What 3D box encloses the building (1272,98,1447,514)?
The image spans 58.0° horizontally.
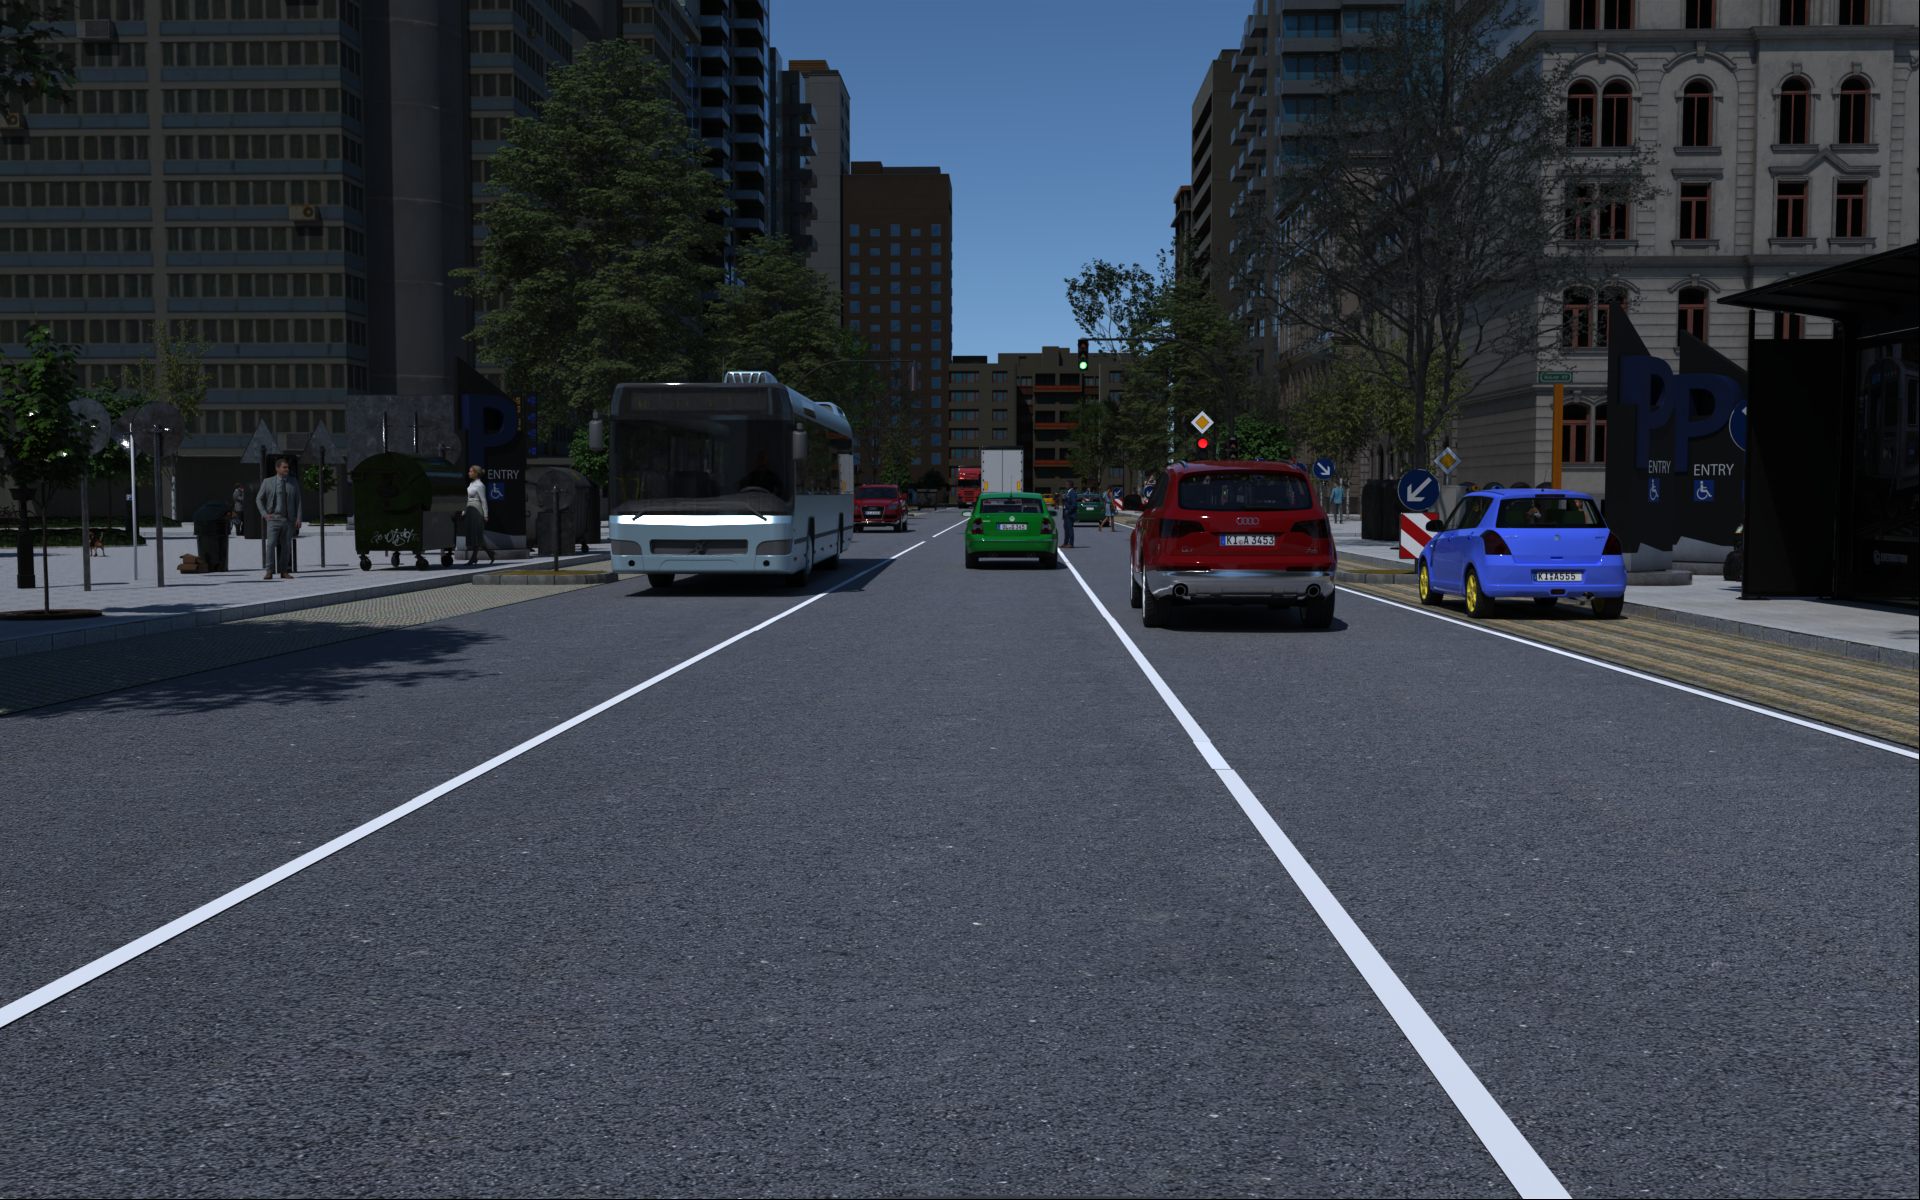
[{"bbox_3d":[29.602,-19.764,120.398,12.463,27.353,25.104,0,4,2],"label":"building"}]

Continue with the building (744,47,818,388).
[{"bbox_3d":[-31.060,-34.694,186.859,30.456,49.044,23.786,0,4,2],"label":"building"}]

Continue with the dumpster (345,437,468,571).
[{"bbox_3d":[-9.445,-1.658,29.598,1.502,2.255,1.985,0,4,2],"label":"dumpster"}]

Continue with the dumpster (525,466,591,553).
[{"bbox_3d":[-8.686,-1.906,36.928,1.264,1.857,1.865,0,4,2],"label":"dumpster"}]

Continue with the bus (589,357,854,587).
[{"bbox_3d":[-3.547,-2.120,29.520,2.948,3.499,13.247,0,4,0],"label":"bus"}]

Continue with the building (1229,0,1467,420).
[{"bbox_3d":[37.009,-33.033,159.703,23.786,49.044,30.456,0,4,2],"label":"building"}]

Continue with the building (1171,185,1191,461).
[{"bbox_3d":[42.168,-35.612,236.884,28.867,44.769,22.147,0,4,2],"label":"building"}]

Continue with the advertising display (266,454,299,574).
[{"bbox_3d":[-10.977,-1.399,28.091,0.123,1.923,0.974,0,4,1],"label":"advertising display"}]

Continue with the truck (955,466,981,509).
[{"bbox_3d":[1.208,-11.298,173.642,2.839,4.237,11.283,0,4,4],"label":"truck"}]

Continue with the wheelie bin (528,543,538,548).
[{"bbox_3d":[-9.961,-2.043,41.310,0.693,1.594,0.980,1,4,22],"label":"wheelie bin"}]

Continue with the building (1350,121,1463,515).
[{"bbox_3d":[30.200,-15.501,95.234,13.314,21.916,24.055,0,4,2],"label":"building"}]

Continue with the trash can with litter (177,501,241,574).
[{"bbox_3d":[-12.283,-1.033,28.273,0.624,1.170,1.055,0,4,6],"label":"trash can with litter"}]

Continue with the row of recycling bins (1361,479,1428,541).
[{"bbox_3d":[12.027,-2.484,47.728,1.069,1.692,3.534,-1,4,-9],"label":"row of recycling bins"}]

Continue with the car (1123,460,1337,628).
[{"bbox_3d":[3.064,-0.701,20.127,2.281,1.827,5.304,0,4,3],"label":"car"}]

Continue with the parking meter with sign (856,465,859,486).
[{"bbox_3d":[-6.966,-6.577,103.789,1.738,3.016,0.543,0,4,7],"label":"parking meter with sign"}]

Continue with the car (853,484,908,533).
[{"bbox_3d":[-3.105,-3.499,65.885,2.281,1.827,5.304,0,4,2],"label":"car"}]

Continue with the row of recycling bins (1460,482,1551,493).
[{"bbox_3d":[18.589,-3.169,58.933,3.534,1.692,1.069,0,4,1],"label":"row of recycling bins"}]

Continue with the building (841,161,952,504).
[{"bbox_3d":[-8.321,-35.830,235.934,14.200,45.320,14.600,0,4,2],"label":"building"}]

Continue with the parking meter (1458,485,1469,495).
[{"bbox_3d":[14.072,-2.455,48.557,0.372,1.533,0.369,0,3,0],"label":"parking meter"}]

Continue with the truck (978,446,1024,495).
[{"bbox_3d":[2.529,-7.163,106.025,2.839,4.237,11.283,0,4,1],"label":"truck"}]

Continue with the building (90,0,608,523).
[{"bbox_3d":[-33.102,-24.181,87.233,32.217,40.220,23.993,0,4,2],"label":"building"}]

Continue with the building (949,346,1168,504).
[{"bbox_3d":[13.432,-24.316,242.603,28.899,21.520,27.650,0,4,2],"label":"building"}]

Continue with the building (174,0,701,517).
[{"bbox_3d":[-32.111,-26.162,119.631,32.217,40.220,23.993,0,4,2],"label":"building"}]

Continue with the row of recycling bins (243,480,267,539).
[{"bbox_3d":[-20.325,-2.669,50.750,1.069,1.692,3.534,-1,4,-13],"label":"row of recycling bins"}]

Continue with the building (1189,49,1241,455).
[{"bbox_3d":[36.509,-34.394,186.036,21.300,48.544,21.600,0,4,2],"label":"building"}]

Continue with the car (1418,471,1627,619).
[{"bbox_3d":[6.735,-0.703,21.084,1.945,1.707,3.694,0,4,2],"label":"car"}]

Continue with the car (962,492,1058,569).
[{"bbox_3d":[1.002,-1.581,34.643,1.959,1.807,4.718,0,4,1],"label":"car"}]

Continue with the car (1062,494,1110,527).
[{"bbox_3d":[5.625,-3.975,76.797,2.131,1.459,4.920,0,4,1],"label":"car"}]

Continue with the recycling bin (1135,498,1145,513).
[{"bbox_3d":[12.261,-6.395,117.119,0.722,1.027,0.722,2,4,24],"label":"recycling bin"}]

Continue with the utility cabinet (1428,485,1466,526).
[{"bbox_3d":[12.532,-2.195,44.574,0.318,1.500,1.173,-1,4,-21],"label":"utility cabinet"}]

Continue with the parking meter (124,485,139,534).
[{"bbox_3d":[-24.376,-2.603,50.974,0.372,1.533,0.369,0,3,0],"label":"parking meter"}]

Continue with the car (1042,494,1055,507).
[{"bbox_3d":[9.931,-11.482,197.953,2.015,1.641,3.980,0,4,0],"label":"car"}]

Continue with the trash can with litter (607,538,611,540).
[{"bbox_3d":[-10.935,-2.304,48.726,2.233,1.210,1.678,1,4,10],"label":"trash can with litter"}]

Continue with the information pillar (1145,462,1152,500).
[{"bbox_3d":[11.738,-7.135,108.018,0.504,3.616,0.183,2,4,24],"label":"information pillar"}]

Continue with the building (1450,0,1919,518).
[{"bbox_3d":[34.556,-17.610,75.310,23.554,28.519,14.401,0,4,2],"label":"building"}]

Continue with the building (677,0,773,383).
[{"bbox_3d":[-27.274,-51.150,148.970,22.319,86.520,31.000,0,4,2],"label":"building"}]

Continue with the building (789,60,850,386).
[{"bbox_3d":[-29.424,-42.633,239.043,28.212,58.520,21.231,0,4,2],"label":"building"}]

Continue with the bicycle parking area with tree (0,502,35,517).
[{"bbox_3d":[-43.115,-5.153,71.254,9.016,4.147,8.231,-2,4,-27],"label":"bicycle parking area with tree"}]

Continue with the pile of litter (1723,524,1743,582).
[{"bbox_3d":[11.989,-0.720,25.738,1.719,0.858,1.176,-3,4,-37],"label":"pile of litter"}]

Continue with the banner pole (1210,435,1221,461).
[{"bbox_3d":[10.895,-5.103,73.453,0.863,3.779,0.401,0,4,-3],"label":"banner pole"}]

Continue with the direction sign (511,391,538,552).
[{"bbox_3d":[-9.633,-2.837,38.379,0.876,3.537,0.379,3,5,39],"label":"direction sign"}]

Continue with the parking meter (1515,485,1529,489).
[{"bbox_3d":[16.217,-2.544,50.008,0.372,1.533,0.369,0,3,0],"label":"parking meter"}]

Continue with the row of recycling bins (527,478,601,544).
[{"bbox_3d":[-10.691,-2.238,43.704,1.069,1.692,3.534,3,5,43],"label":"row of recycling bins"}]
